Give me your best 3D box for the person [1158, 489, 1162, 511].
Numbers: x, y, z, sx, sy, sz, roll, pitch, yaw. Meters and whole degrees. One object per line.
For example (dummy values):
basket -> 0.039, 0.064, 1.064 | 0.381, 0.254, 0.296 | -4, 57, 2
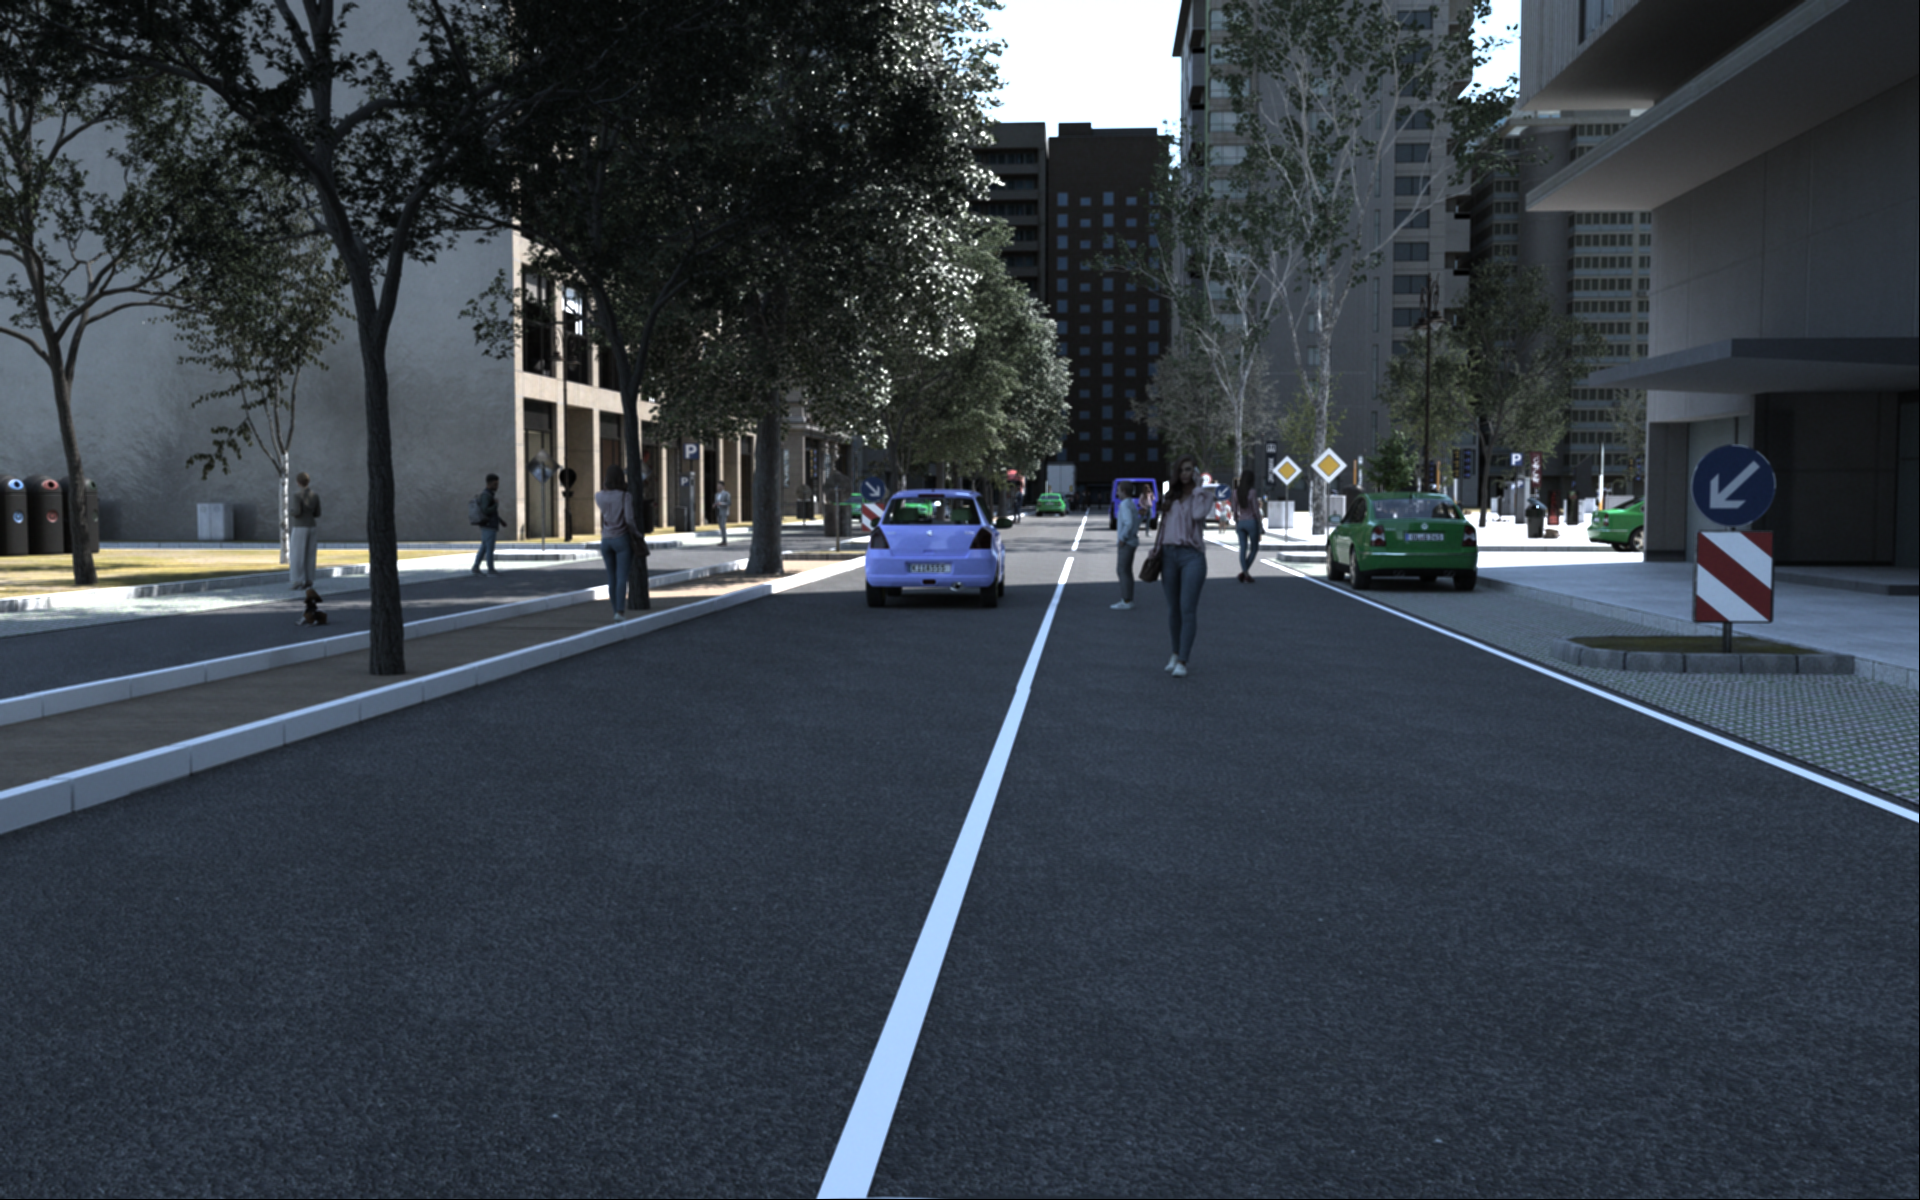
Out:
person -> 16.316, -8.171, 142.108 | 0.705, 1.823, 1.348 | -1, 4, -11

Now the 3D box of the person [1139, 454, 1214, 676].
person -> 1.769, -0.289, 13.821 | 0.593, 1.750, 0.643 | 2, 4, 32

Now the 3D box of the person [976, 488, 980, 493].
person -> 1.385, -7.529, 131.230 | 0.705, 1.869, 1.348 | -1, 4, -15

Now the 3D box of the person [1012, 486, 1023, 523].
person -> 2.804, -4.650, 84.711 | 0.419, 1.800, 0.721 | -3, 4, -37

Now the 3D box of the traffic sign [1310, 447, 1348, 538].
traffic sign -> 7.839, -2.033, 36.879 | 0.795, 2.450, 0.064 | 0, 4, 4

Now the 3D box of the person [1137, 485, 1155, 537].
person -> 6.196, -3.018, 58.441 | 0.593, 1.750, 0.643 | -3, 5, -40

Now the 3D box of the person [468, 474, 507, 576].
person -> -8.189, -1.300, 30.109 | 0.721, 1.781, 0.623 | -2, 4, -27

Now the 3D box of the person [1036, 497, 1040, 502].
person -> 6.809, -8.266, 146.882 | 0.697, 1.427, 0.421 | 1, 4, 10

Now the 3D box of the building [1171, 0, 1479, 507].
building -> 36.725, -36.061, 178.833 | 28.713, 52.752, 27.495 | 0, 4, 4

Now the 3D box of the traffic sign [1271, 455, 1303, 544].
traffic sign -> 8.455, -2.520, 44.840 | 0.795, 2.450, 0.064 | 0, 4, 4

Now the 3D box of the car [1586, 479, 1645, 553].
car -> 17.415, -1.977, 41.126 | 4.718, 1.807, 1.959 | 0, 4, 6

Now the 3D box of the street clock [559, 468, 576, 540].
street clock -> -10.979, -2.688, 48.514 | 0.471, 2.002, 0.358 | -1, 4, -15

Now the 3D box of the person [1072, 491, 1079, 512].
person -> 9.081, -7.730, 136.359 | 0.593, 1.643, 0.415 | 0, 4, -3

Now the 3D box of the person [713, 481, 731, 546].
person -> -6.666, -2.408, 48.065 | 0.606, 1.804, 0.583 | 2, 4, 34

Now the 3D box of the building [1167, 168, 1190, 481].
building -> 32.321, -32.185, 209.815 | 14.086, 41.232, 14.154 | 0, 4, 4

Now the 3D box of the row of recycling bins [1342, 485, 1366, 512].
row of recycling bins -> 17.610, -4.319, 77.727 | 1.069, 1.692, 3.534 | 1, 4, 9

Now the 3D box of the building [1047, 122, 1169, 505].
building -> 17.995, -34.336, 211.500 | 14.200, 45.320, 14.600 | 0, 4, 4

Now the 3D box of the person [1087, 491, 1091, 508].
person -> 13.780, -10.712, 184.435 | 0.445, 1.727, 0.742 | 0, 4, 1

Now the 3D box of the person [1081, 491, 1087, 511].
person -> 10.331, -8.271, 144.538 | 0.445, 1.727, 0.742 | 1, 4, 20

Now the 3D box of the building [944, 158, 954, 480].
building -> -7.751, -30.938, 189.428 | 14.086, 41.232, 14.154 | 0, 4, 4

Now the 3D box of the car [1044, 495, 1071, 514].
car -> 7.067, -6.988, 126.249 | 2.014, 1.417, 4.499 | 0, 4, 5

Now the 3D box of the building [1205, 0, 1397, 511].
building -> 26.366, -27.782, 137.837 | 14.154, 41.232, 14.086 | 0, 4, 4

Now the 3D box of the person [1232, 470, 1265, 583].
person -> 4.673, -1.192, 28.007 | 0.555, 1.821, 0.388 | 2, 4, 31

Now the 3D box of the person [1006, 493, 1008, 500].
person -> 3.473, -7.757, 136.043 | 0.721, 1.735, 1.217 | 3, 4, 36

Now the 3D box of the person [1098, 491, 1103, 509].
person -> 13.174, -9.356, 162.176 | 0.721, 1.736, 1.217 | 1, 4, 18

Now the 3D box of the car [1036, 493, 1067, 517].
car -> 5.859, -6.271, 111.326 | 1.959, 1.807, 4.718 | 0, 4, 5

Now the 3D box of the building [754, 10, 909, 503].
building -> -16.193, -31.628, 136.733 | 23.786, 49.044, 30.456 | 0, 4, 4

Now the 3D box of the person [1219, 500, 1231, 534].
person -> 9.490, -2.964, 61.979 | 0.505, 1.210, 0.382 | 2, 4, 26

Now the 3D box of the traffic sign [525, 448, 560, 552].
traffic sign -> -9.203, -2.114, 38.211 | 0.795, 2.450, 0.064 | 0, 4, 4

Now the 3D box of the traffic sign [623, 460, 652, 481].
traffic sign -> -8.587, -2.601, 46.172 | 0.795, 2.450, 0.064 | 0, 4, 4

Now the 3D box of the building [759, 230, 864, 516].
building -> -13.307, -15.313, 101.271 | 10.553, 20.767, 40.483 | 0, 4, 4

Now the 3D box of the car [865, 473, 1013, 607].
car -> -0.275, -0.835, 23.239 | 1.945, 1.707, 3.694 | 0, 4, 3

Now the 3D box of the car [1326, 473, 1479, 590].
car -> 6.834, -1.117, 27.060 | 1.959, 1.807, 4.718 | 0, 4, 4

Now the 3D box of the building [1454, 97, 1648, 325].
building -> 69.049, -36.202, 211.512 | 30.456, 49.044, 23.786 | 0, 4, 4

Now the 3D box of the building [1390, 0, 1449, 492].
building -> 30.944, -43.787, 154.169 | 20.563, 71.187, 20.611 | 0, 4, 4

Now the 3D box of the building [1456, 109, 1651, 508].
building -> 63.046, -29.512, 174.410 | 23.993, 40.220, 32.217 | 0, 4, 4

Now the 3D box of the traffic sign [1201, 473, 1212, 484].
traffic sign -> 14.733, -6.353, 103.977 | 0.768, 2.556, 0.104 | 1, 4, 8

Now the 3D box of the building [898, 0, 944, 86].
building -> -13.038, -32.958, 162.572 | 21.300, 48.544, 21.600 | 0, 4, 4

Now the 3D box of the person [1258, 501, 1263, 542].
person -> 8.212, -2.121, 47.860 | 0.332, 1.250, 0.352 | 2, 4, 24

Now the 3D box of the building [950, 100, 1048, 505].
building -> 0.419, -36.243, 216.274 | 21.600, 48.544, 21.300 | 0, 4, 4

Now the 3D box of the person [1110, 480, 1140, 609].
person -> 2.089, -0.701, 21.767 | 0.330, 1.601, 0.589 | 2, 4, 26

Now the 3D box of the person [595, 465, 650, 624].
person -> -3.727, -0.599, 18.882 | 0.593, 1.750, 0.643 | 1, 4, 17

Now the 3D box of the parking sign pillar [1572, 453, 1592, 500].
parking sign pillar -> 41.254, -7.734, 114.925 | 1.447, 3.967, 1.447 | -1, 4, -20

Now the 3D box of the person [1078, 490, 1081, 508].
person -> 12.388, -10.535, 180.768 | 0.705, 1.821, 1.348 | 1, 4, 13

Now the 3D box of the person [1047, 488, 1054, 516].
person -> 6.025, -6.527, 114.987 | 0.659, 1.850, 0.755 | 1, 4, 20

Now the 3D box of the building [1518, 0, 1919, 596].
building -> 23.111, -26.246, 18.354 | 28.713, 52.752, 27.495 | 0, 4, 4

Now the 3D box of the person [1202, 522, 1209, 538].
person -> 6.564, -2.134, 48.890 | 1.012, 1.151, 0.738 | 0, 4, 0

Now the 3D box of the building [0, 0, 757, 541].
building -> -20.394, -15.888, 64.286 | 19.350, 26.468, 34.151 | 0, 4, 4

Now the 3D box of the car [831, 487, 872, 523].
car -> -5.393, -4.759, 86.613 | 1.959, 1.807, 4.718 | 0, 4, 6

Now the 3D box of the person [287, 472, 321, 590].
person -> -9.823, -1.030, 25.889 | 0.362, 1.759, 0.519 | 2, 4, 29

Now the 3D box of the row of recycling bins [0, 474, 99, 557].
row of recycling bins -> -19.623, -1.782, 36.241 | 1.069, 1.692, 3.534 | 1, 4, 18
